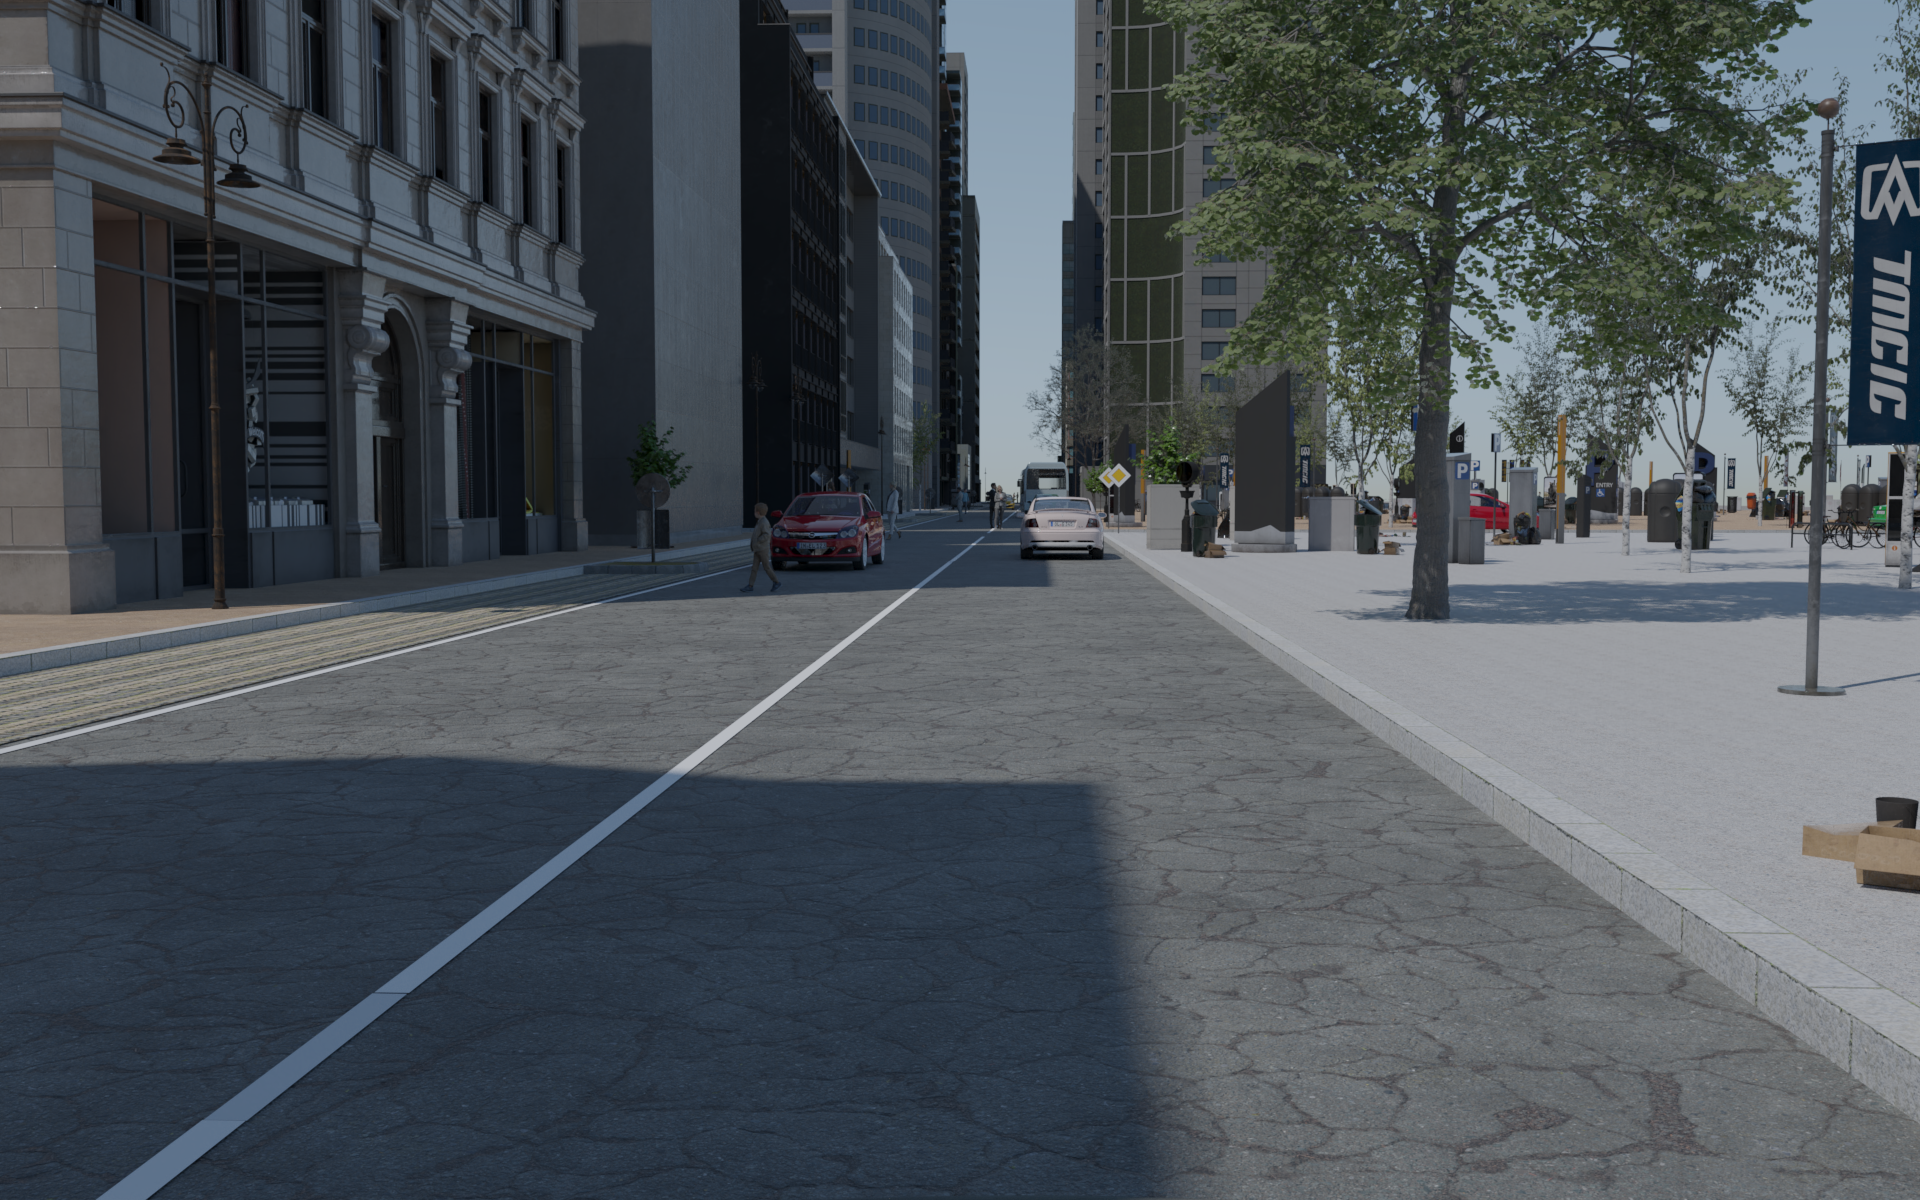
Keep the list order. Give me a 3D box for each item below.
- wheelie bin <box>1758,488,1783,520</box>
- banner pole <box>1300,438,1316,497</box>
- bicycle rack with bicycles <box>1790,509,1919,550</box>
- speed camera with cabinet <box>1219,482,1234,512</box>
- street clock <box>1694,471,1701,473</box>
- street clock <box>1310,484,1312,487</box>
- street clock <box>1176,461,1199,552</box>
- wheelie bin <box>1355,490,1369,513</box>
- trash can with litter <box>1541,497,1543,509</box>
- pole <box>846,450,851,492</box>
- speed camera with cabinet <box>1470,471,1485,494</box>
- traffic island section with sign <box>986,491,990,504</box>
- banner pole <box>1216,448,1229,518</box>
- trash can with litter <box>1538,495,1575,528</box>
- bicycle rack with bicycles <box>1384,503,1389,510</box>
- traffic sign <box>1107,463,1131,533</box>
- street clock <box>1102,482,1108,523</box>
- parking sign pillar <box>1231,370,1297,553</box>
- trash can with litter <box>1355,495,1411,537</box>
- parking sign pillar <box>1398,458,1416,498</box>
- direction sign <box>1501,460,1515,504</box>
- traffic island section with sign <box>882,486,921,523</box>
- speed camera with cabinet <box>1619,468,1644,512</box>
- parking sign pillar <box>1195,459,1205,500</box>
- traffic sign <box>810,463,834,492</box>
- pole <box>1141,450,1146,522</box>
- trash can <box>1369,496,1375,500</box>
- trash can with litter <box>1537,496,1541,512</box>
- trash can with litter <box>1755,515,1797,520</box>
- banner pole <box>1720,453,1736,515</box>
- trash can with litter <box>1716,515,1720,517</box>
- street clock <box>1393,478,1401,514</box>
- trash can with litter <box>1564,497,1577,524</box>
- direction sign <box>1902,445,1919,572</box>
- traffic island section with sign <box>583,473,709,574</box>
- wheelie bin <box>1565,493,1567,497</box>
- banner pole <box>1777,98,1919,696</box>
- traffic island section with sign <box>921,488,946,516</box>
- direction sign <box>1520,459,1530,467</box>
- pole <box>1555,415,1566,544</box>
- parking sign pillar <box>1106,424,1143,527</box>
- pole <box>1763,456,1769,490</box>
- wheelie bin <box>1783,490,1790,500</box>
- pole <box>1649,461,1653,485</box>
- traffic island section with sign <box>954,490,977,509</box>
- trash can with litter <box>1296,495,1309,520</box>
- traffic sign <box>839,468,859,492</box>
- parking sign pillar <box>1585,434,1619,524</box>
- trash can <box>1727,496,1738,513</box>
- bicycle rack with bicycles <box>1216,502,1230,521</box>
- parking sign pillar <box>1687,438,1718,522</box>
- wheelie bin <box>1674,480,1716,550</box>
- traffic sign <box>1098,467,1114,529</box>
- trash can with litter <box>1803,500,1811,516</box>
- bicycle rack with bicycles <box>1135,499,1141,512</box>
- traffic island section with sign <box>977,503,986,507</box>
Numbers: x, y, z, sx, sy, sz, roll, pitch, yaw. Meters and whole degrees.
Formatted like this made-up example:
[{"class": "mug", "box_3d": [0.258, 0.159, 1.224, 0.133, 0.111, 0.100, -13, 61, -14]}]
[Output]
[{"class": "wheelie bin", "box_3d": [39.554, -4.704, 84.812, 0.693, 1.594, 0.980, 0, 4, -1]}, {"class": "banner pole", "box_3d": [15.536, -5.331, 77.173, 0.863, 3.779, 0.401, 0, 4, 2]}, {"class": "bicycle rack with bicycles", "box_3d": [21.051, -1.687, 40.968, 2.852, 0.926, 2.925, -1, 4, -18]}, {"class": "speed camera with cabinet", "box_3d": [19.562, -7.982, 124.845, 0.660, 3.252, 2.038, -2, 4, -32]}, {"class": "street clock", "box_3d": [22.981, -3.027, 54.055, 0.471, 2.002, 0.358, 1, 4, 16]}, {"class": "street clock", "box_3d": [25.771, -7.446, 126.304, 0.471, 2.002, 0.358, -3, 4, -37]}, {"class": "street clock", "box_3d": [5.029, -2.067, 38.370, 0.471, 2.002, 0.358, 3, 5, 44]}, {"class": "wheelie bin", "box_3d": [20.947, -5.034, 90.221, 0.693, 1.594, 0.980, 0, 4, 6]}, {"class": "trash can with litter", "box_3d": [27.636, -4.226, 80.476, 0.624, 1.170, 1.055, 3, 5, 41]}, {"class": "pole", "box_3d": [-5.150, -5.282, 80.200, 0.158, 3.312, 0.155, 0, 3, 0]}, {"class": "speed camera with cabinet", "box_3d": [30.435, -6.686, 103.647, 2.038, 3.252, 0.660, -2, 4, -26]}, {"class": "traffic island section with sign", "box_3d": [4.078, -14.576, 246.948, 1.989, 1.847, 2.006, 0, 4, 3]}, {"class": "banner pole", "box_3d": [14.081, -6.320, 93.341, 0.863, 3.779, 0.401, 1, 4, 14]}, {"class": "trash can with litter", "box_3d": [22.407, -3.390, 66.482, 2.233, 1.210, 1.678, 2, 4, 27]}, {"class": "bicycle rack with bicycles", "box_3d": [31.713, -6.870, 125.706, 2.852, 0.926, 2.925, 0, 4, 1]}, {"class": "traffic sign", "box_3d": [5.165, -3.226, 56.387, 0.795, 2.450, 0.064, 0, 4, 3]}, {"class": "street clock", "box_3d": [6.595, -4.497, 78.098, 0.358, 2.002, 0.471, -1, 4, -17]}, {"class": "parking sign pillar", "box_3d": [6.738, -3.045, 38.251, 1.447, 3.967, 1.447, 3, 5, 41]}, {"class": "trash can with litter", "box_3d": [12.674, -2.505, 52.007, 2.233, 1.210, 1.678, 1, 4, 22]}, {"class": "parking sign pillar", "box_3d": [31.337, -8.124, 121.299, 1.447, 3.967, 1.447, 0, 4, -3]}, {"class": "direction sign", "box_3d": [36.002, -7.453, 113.848, 0.876, 3.537, 0.379, -1, 4, -8]}, {"class": "traffic island section with sign", "box_3d": [-3.160, -4.812, 87.305, 1.989, 1.847, 2.006, 0, 4, 3]}, {"class": "speed camera with cabinet", "box_3d": [48.594, -8.032, 125.652, 2.038, 3.252, 0.660, 1, 4, 20]}, {"class": "parking sign pillar", "box_3d": [15.784, -7.682, 114.070, 1.447, 3.967, 1.447, 0, 4, 0]}, {"class": "traffic sign", "box_3d": [-4.518, -3.254, 56.846, 0.795, 2.450, 0.064, 0, 4, 3]}, {"class": "pole", "box_3d": [8.451, -5.263, 79.894, 0.158, 3.312, 0.155, 0, 3, 0]}, {"class": "trash can", "box_3d": [31.913, -7.467, 133.732, 0.748, 1.137, 0.748, 0, 3, 0]}, {"class": "trash can with litter", "box_3d": [36.409, -5.964, 108.904, 0.624, 1.170, 1.055, 2, 4, 32]}, {"class": "trash can with litter", "box_3d": [40.885, -4.642, 86.951, 1.678, 1.210, 2.233, -3, 4, -38]}, {"class": "banner pole", "box_3d": [47.021, -7.094, 105.998, 0.863, 3.779, 0.401, 3, 4, 37]}, {"class": "trash can with litter", "box_3d": [41.754, -5.261, 97.073, 2.233, 1.210, 1.678, -2, 4, -25]}, {"class": "street clock", "box_3d": [19.696, -4.498, 78.104, 0.358, 2.002, 0.471, 1, 4, 23]}, {"class": "trash can with litter", "box_3d": [25.903, -3.812, 73.716, 1.055, 1.170, 0.624, -3, 5, -40]}, {"class": "direction sign", "box_3d": [15.832, -2.226, 28.394, 0.876, 3.537, 0.379, -1, 4, -11]}, {"class": "traffic island section with sign", "box_3d": [-5.685, -1.414, 31.742, 1.989, 1.847, 2.006, 0, 4, 3]}, {"class": "wheelie bin", "box_3d": [44.484, -7.367, 128.356, 0.980, 1.594, 0.693, 0, 4, -1]}, {"class": "banner pole", "box_3d": [5.685, -1.279, 10.935, 0.863, 3.779, 0.401, 2, 4, 34]}, {"class": "traffic island section with sign", "box_3d": [-1.913, -6.487, 114.694, 1.989, 1.847, 2.006, 0, 4, 3]}, {"class": "direction sign", "box_3d": [37.007, -7.430, 113.469, 0.379, 3.537, 0.876, -2, 4, -23]}, {"class": "pole", "box_3d": [15.480, -3.105, 44.608, 0.158, 3.312, 0.155, 0, 3, 0]}, {"class": "parking sign pillar", "box_3d": [6.390, -4.821, 67.301, 1.447, 3.967, 1.447, -1, 4, -15]}, {"class": "pole", "box_3d": [42.787, -6.002, 91.975, 0.158, 3.312, 0.155, 0, 3, 0]}, {"class": "wheelie bin", "box_3d": [57.448, -6.908, 120.847, 0.693, 1.594, 0.980, -2, 4, -30]}, {"class": "pole", "box_3d": [43.009, -6.973, 107.853, 0.158, 3.312, 0.155, 0, 3, 0]}, {"class": "traffic island section with sign", "box_3d": [0.322, -9.506, 164.045, 1.989, 1.847, 2.006, 0, 4, 3]}, {"class": "trash can with litter", "box_3d": [17.787, -4.671, 87.432, 2.233, 1.210, 1.678, -2, 4, -35]}, {"class": "traffic sign", "box_3d": [-4.156, -3.742, 64.822, 0.795, 2.450, 0.064, 0, 4, 3]}, {"class": "parking sign pillar", "box_3d": [28.651, -5.459, 77.724, 1.447, 3.967, 1.447, 0, 4, 1]}, {"class": "trash can", "box_3d": [52.149, -6.442, 116.976, 0.748, 1.137, 0.748, 0, 3, 0]}, {"class": "bicycle rack with bicycles", "box_3d": [13.209, -4.202, 82.088, 2.925, 0.926, 2.852, 0, 4, 7]}, {"class": "parking sign pillar", "box_3d": [34.643, -5.653, 80.904, 1.447, 3.967, 1.447, 0, 4, -1]}, {"class": "wheelie bin", "box_3d": [16.990, -1.961, 39.973, 0.980, 1.594, 0.693, -2, 4, -28]}, {"class": "traffic sign", "box_3d": [5.528, -3.714, 64.364, 0.795, 2.450, 0.064, 0, 4, 3]}, {"class": "trash can with litter", "box_3d": [50.091, -5.544, 102.027, 0.624, 1.170, 1.055, -3, 5, -39]}, {"class": "bicycle rack with bicycles", "box_3d": [12.344, -6.783, 124.286, 2.852, 0.926, 2.925, 0, 4, -7]}, {"class": "traffic island section with sign", "box_3d": [1.547, -11.153, 190.973, 1.989, 1.847, 2.006, 0, 4, 3]}]
